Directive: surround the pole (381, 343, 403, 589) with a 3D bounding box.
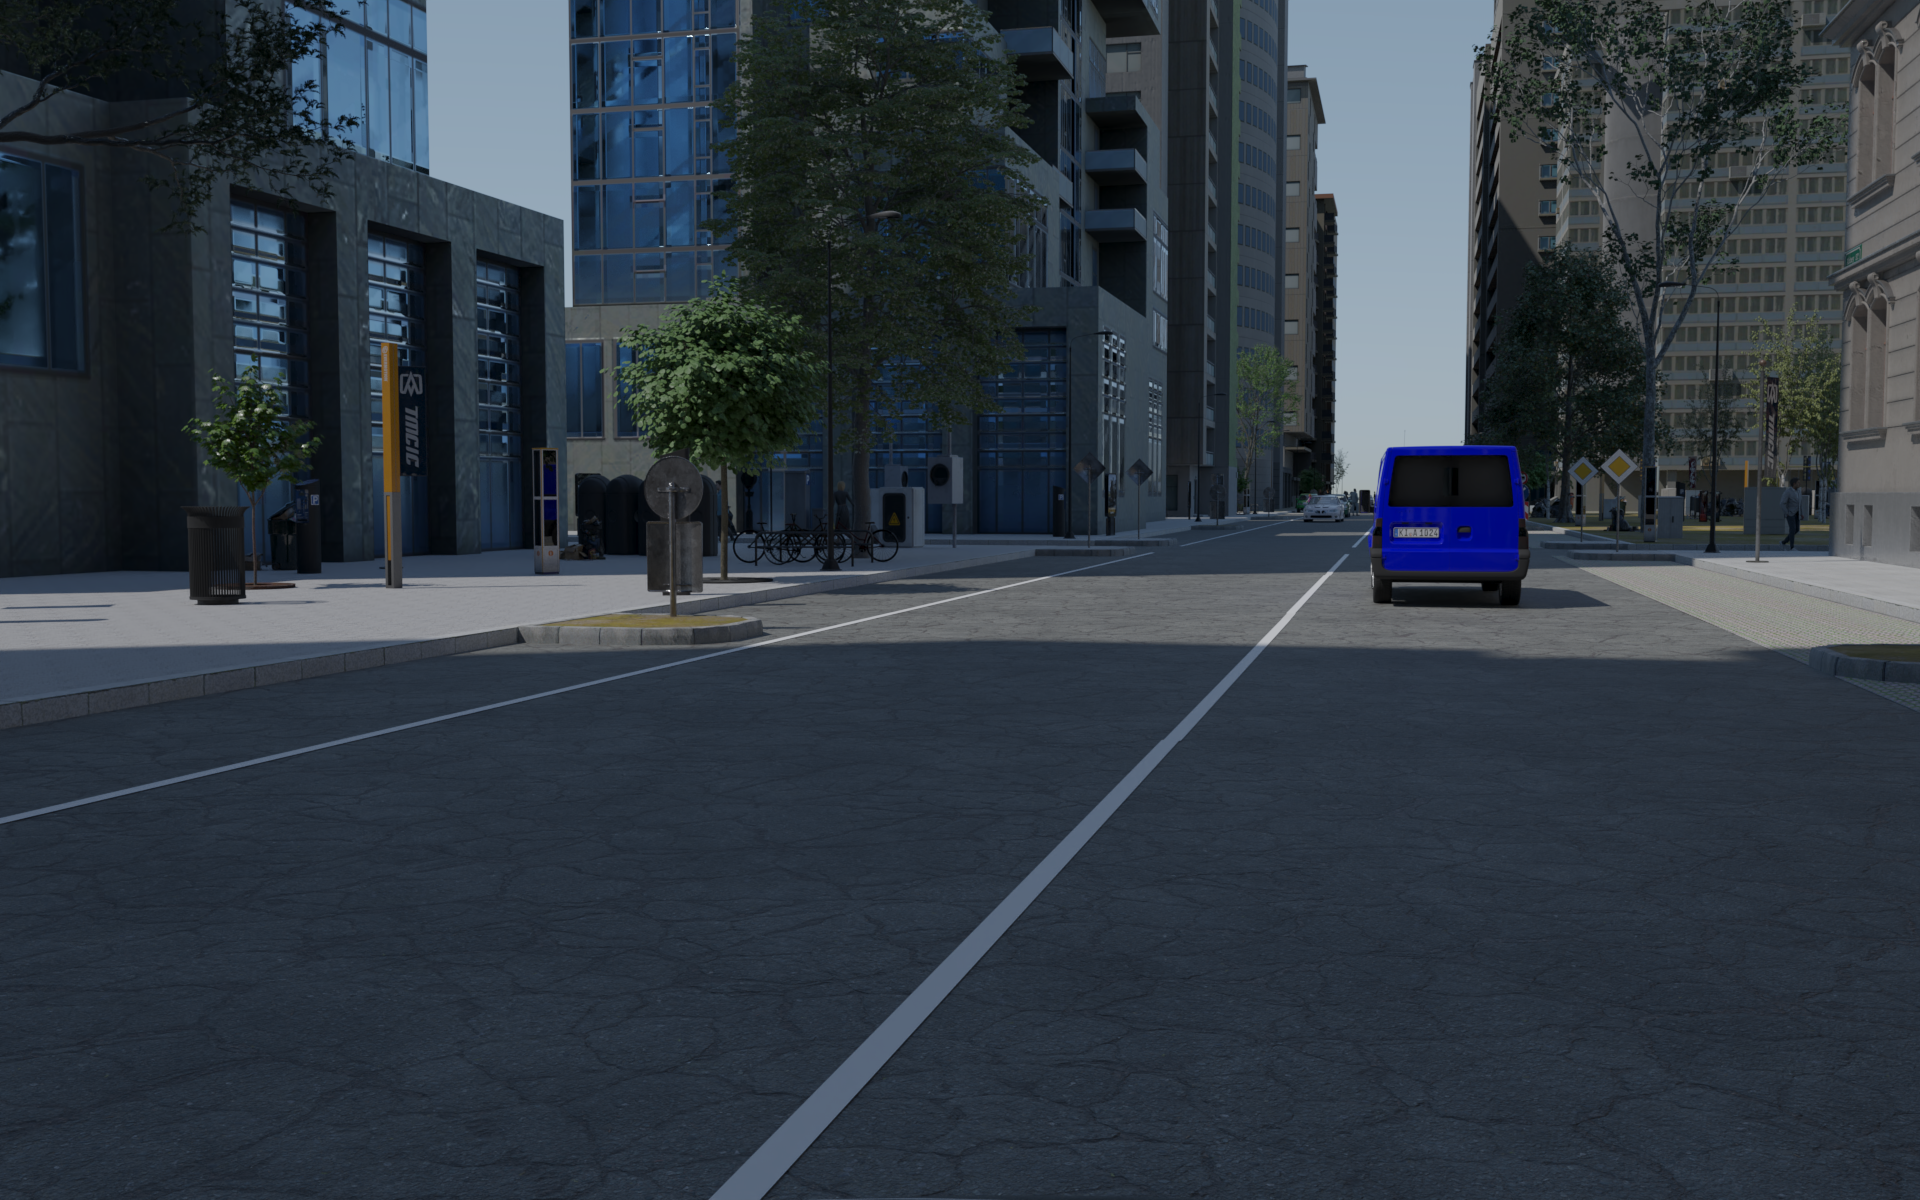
[{"bbox_3d":[-7.700,-1.812,23.466,0.158,3.312,0.155,0,3,0],"label":"pole"}]

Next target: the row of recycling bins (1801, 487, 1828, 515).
[{"bbox_3d":[52.406,-5.943,104.288,3.534,1.692,1.069,2,4,28],"label":"row of recycling bins"}]

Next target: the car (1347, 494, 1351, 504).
[{"bbox_3d":[51.799,-13.505,230.589,2.009,1.686,4.222,1,4,15],"label":"car"}]

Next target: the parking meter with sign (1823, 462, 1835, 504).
[{"bbox_3d":[47.476,-5.970,93.871,1.738,3.016,0.543,-2,4,-24],"label":"parking meter with sign"}]

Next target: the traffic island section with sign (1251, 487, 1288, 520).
[{"bbox_3d":[17.384,-5.415,97.167,1.989,1.847,2.006,1,4,14],"label":"traffic island section with sign"}]

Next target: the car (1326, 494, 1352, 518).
[{"bbox_3d":[23.097,-5.809,106.778,2.131,1.459,4.920,1,4,15],"label":"car"}]

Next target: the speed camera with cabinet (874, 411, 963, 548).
[{"bbox_3d":[-0.947,-2.874,41.325,2.038,3.252,0.660,2,4,29],"label":"speed camera with cabinet"}]

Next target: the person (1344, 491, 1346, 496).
[{"bbox_3d":[41.967,-11.022,188.792,0.705,1.814,1.350,0,4,2],"label":"person"}]

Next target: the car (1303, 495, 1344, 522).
[{"bbox_3d":[18.758,-4.699,89.185,2.083,1.381,4.827,1,4,16],"label":"car"}]

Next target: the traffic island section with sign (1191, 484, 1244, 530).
[{"bbox_3d":[10.458,-3.763,70.159,1.989,1.847,2.006,1,4,14],"label":"traffic island section with sign"}]

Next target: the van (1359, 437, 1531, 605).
[{"bbox_3d":[6.704,-1.208,24.133,2.240,2.365,5.245,1,4,13],"label":"van"}]

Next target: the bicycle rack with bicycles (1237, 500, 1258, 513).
[{"bbox_3d":[18.559,-6.227,115.190,2.852,0.926,2.925,-1,4,-22],"label":"bicycle rack with bicycles"}]

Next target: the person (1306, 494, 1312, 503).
[{"bbox_3d":[25.652,-7.070,127.315,0.599,1.433,0.991,2,4,35],"label":"person"}]

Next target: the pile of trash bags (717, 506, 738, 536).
[{"bbox_3d":[-8.497,-2.672,53.447,3.447,1.369,1.912,2,4,34],"label":"pile of trash bags"}]

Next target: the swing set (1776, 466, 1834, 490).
[{"bbox_3d":[47.467,-6.114,97.588,3.119,2.851,2.862,2,4,32],"label":"swing set"}]

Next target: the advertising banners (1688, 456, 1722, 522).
[{"bbox_3d":[34.175,-5.096,79.509,0.090,3.025,2.074,-1,4,-21],"label":"advertising banners"}]

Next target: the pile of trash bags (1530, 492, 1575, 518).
[{"bbox_3d":[32.487,-5.161,94.136,1.912,1.369,3.447,3,5,43],"label":"pile of trash bags"}]

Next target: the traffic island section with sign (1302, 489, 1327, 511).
[{"bbox_3d":[29.703,-8.353,145.207,1.989,1.847,2.006,1,4,14],"label":"traffic island section with sign"}]

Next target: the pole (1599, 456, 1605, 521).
[{"bbox_3d":[30.493,-5.408,82.269,0.158,3.312,0.155,0,3,0],"label":"pole"}]

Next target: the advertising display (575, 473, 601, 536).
[{"bbox_3d":[-11.440,-2.943,53.330,0.123,1.923,0.974,3,4,37],"label":"advertising display"}]

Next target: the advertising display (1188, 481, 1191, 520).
[{"bbox_3d":[11.496,-4.990,86.793,0.123,1.923,0.974,0,4,5],"label":"advertising display"}]

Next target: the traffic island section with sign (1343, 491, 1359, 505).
[{"bbox_3d":[57.109,-14.888,252.054,1.989,1.847,2.006,1,4,14],"label":"traffic island section with sign"}]

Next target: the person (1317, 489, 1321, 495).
[{"bbox_3d":[28.454,-7.847,136.939,0.705,1.807,1.348,2,4,33],"label":"person"}]

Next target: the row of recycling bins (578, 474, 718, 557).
[{"bbox_3d":[-6.602,-1.792,36.404,3.534,1.692,1.069,2,4,29],"label":"row of recycling bins"}]

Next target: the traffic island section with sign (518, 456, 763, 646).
[{"bbox_3d":[-3.079,-0.535,17.374,1.989,1.847,2.006,1,4,14],"label":"traffic island section with sign"}]

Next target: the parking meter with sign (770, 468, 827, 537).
[{"bbox_3d":[-4.840,-3.381,51.542,1.738,3.016,0.543,1,4,14],"label":"parking meter with sign"}]

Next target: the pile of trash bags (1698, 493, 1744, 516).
[{"bbox_3d":[43.931,-5.530,100.175,3.447,1.369,1.912,-2,4,-29],"label":"pile of trash bags"}]

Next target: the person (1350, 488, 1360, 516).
[{"bbox_3d":[26.162,-6.494,114.775,0.635,1.810,0.391,3,4,36],"label":"person"}]

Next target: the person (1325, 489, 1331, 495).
[{"bbox_3d":[26.728,-7.177,125.857,1.348,1.822,0.705,-1,4,-15],"label":"person"}]

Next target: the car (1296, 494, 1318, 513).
[{"bbox_3d":[26.781,-7.597,133.001,1.959,1.807,4.718,1,4,12],"label":"car"}]

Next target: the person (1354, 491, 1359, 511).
[{"bbox_3d":[34.392,-8.690,150.586,0.705,1.823,1.348,0,4,-6],"label":"person"}]

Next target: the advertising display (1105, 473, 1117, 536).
[{"bbox_3d":[4.642,-2.944,53.353,0.123,1.923,0.974,1,4,20],"label":"advertising display"}]

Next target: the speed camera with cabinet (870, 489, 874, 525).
[{"bbox_3d":[-2.191,-3.603,53.243,0.660,3.252,2.038,1,4,18],"label":"speed camera with cabinet"}]

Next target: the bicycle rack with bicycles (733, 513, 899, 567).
[{"bbox_3d":[-2.776,-1.124,31.758,2.925,0.926,2.852,1,4,10],"label":"bicycle rack with bicycles"}]

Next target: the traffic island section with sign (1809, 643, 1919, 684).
[{"bbox_3d":[7.931,-0.311,13.718,1.989,1.847,2.006,1,4,14],"label":"traffic island section with sign"}]

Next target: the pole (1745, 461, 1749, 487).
[{"bbox_3d":[48.130,-6.860,106.006,0.158,3.312,0.155,0,3,0],"label":"pole"}]

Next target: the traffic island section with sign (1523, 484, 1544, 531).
[{"bbox_3d":[21.900,-3.644,68.204,1.989,1.847,2.006,1,4,14],"label":"traffic island section with sign"}]

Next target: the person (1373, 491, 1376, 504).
[{"bbox_3d":[59.350,-14.644,248.026,0.705,1.812,1.348,1,4,18],"label":"person"}]

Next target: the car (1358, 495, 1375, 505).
[{"bbox_3d":[52.399,-12.898,223.240,2.083,1.381,4.827,1,4,14],"label":"car"}]

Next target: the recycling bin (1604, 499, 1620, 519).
[{"bbox_3d":[33.403,-4.665,88.831,0.722,1.027,0.722,2,4,29],"label":"recycling bin"}]

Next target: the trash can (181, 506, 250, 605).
[{"bbox_3d":[-8.660,-0.522,20.184,0.748,1.137,0.748,0,3,0],"label":"trash can"}]
